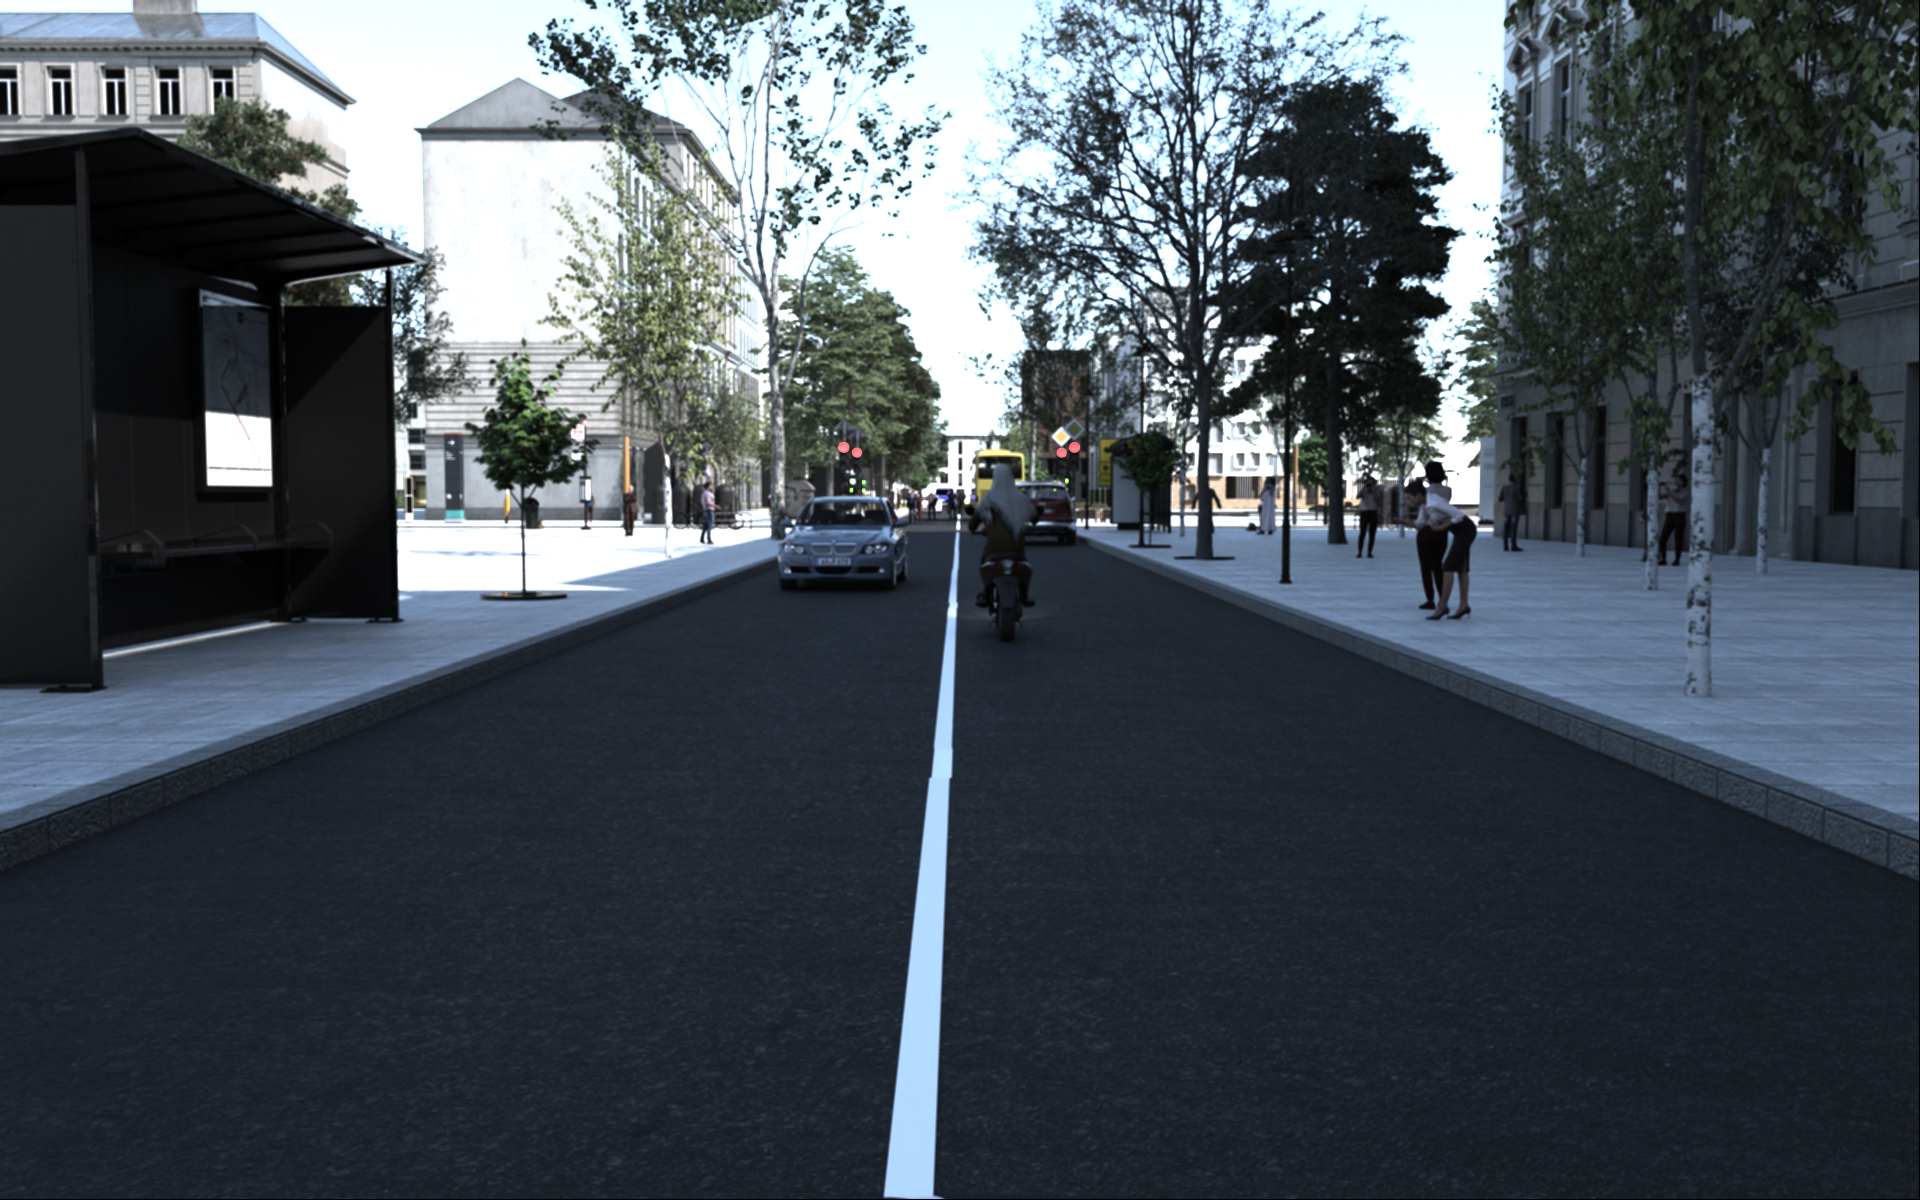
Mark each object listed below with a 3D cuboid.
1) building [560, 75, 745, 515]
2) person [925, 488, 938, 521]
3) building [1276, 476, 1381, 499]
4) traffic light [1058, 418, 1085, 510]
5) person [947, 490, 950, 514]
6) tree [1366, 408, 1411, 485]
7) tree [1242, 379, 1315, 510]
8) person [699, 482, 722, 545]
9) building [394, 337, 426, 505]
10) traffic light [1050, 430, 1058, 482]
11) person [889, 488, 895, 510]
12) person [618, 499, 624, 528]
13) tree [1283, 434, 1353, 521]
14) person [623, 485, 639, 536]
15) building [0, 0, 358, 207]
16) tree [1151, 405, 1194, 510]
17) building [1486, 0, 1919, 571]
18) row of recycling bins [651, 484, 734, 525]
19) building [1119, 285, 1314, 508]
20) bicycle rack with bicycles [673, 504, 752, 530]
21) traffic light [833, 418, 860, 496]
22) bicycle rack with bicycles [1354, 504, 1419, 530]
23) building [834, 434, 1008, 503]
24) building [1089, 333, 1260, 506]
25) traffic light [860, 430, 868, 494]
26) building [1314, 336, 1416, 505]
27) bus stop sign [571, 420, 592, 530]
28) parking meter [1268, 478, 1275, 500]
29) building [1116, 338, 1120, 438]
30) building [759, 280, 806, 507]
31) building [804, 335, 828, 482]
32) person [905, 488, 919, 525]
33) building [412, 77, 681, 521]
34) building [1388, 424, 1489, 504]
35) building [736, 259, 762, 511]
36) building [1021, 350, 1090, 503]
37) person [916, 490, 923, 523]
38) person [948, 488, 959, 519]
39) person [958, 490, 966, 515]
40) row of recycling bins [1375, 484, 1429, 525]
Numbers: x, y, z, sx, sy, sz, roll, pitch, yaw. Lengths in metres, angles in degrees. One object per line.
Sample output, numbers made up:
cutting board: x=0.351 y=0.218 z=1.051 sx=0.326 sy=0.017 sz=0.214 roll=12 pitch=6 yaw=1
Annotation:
building: x=-21.740 y=-19.322 z=113.186 sx=12.463 sy=27.353 sz=25.104 roll=0 pitch=3 yaw=0
person: x=-1.539 y=-5.099 z=92.404 sx=0.617 sy=1.759 sz=0.750 roll=1 pitch=4 yaw=9
building: x=55.998 y=-18.591 z=246.111 sx=28.070 sy=9.664 sz=9.099 roll=0 pitch=3 yaw=0
traffic light: x=4.149 y=-4.536 z=63.414 sx=0.839 sy=4.213 sz=0.868 roll=0 pitch=3 yaw=0
person: x=-0.720 y=-7.161 z=126.384 sx=0.445 sy=1.727 sz=0.742 roll=-2 pitch=4 yaw=-34
tree: x=35.319 y=-13.435 z=137.784 sx=7.486 sy=12.596 sz=7.792 roll=0 pitch=3 yaw=0
tree: x=26.505 y=-13.118 z=140.238 sx=9.928 sy=11.665 sz=9.643 roll=0 pitch=3 yaw=0
person: x=-6.349 y=-2.193 z=43.850 sx=0.435 sy=1.587 sz=0.963 roll=-2 pitch=4 yaw=-31
building: x=-55.435 y=-20.603 z=203.310 sx=31.486 sy=18.905 sz=16.747 roll=0 pitch=3 yaw=0
traffic light: x=4.151 y=-5.025 z=71.399 sx=0.839 sy=4.213 sz=0.868 roll=0 pitch=3 yaw=0
person: x=-5.608 y=-8.350 z=143.014 sx=0.568 sy=1.767 sz=0.683 roll=-2 pitch=4 yaw=-34
person: x=-12.686 y=-3.358 z=65.607 sx=0.471 sy=1.553 sz=0.569 roll=0 pitch=4 yaw=2
tree: x=17.073 y=-6.086 z=83.218 sx=4.285 sy=4.588 sz=4.351 roll=0 pitch=3 yaw=0
person: x=-10.031 y=-2.720 z=52.790 sx=0.482 sy=1.546 sz=0.388 roll=0 pitch=4 yaw=-8
building: x=-44.963 y=-17.758 z=87.604 sx=25.104 sy=27.353 sz=12.463 roll=0 pitch=3 yaw=0
tree: x=16.543 y=-11.444 z=137.479 sx=4.737 sy=8.622 sz=4.395 roll=0 pitch=3 yaw=0
building: x=23.921 y=-15.497 z=29.799 sx=17.030 sy=29.872 sz=44.131 roll=0 pitch=3 yaw=0
row of recycling bins: x=-11.121 y=-3.968 z=71.984 sx=3.534 sy=1.692 sz=1.069 roll=0 pitch=4 yaw=7
building: x=23.770 y=-18.722 z=162.529 sx=16.016 sy=20.091 sz=11.380 roll=0 pitch=3 yaw=0
bicycle rack with bicycles: x=-8.763 y=-2.952 z=61.640 sx=2.925 sy=0.926 sz=2.852 roll=-2 pitch=4 yaw=-25
traffic light: x=-4.212 y=-4.536 z=63.400 sx=0.839 sy=4.213 sz=0.868 roll=0 pitch=3 yaw=0
bicycle rack with bicycles: x=15.296 y=-3.003 z=62.489 sx=2.925 sy=0.926 sz=2.852 roll=-3 pitch=5 yaw=-43
building: x=-4.904 y=-18.581 z=245.947 sx=28.070 sy=9.664 sz=9.099 roll=0 pitch=3 yaw=0
building: x=24.198 y=-20.137 z=195.698 sx=16.747 sy=18.905 sz=31.486 roll=0 pitch=3 yaw=0
traffic light: x=-4.210 y=-5.024 z=71.386 sx=0.839 sy=4.213 sz=0.868 roll=0 pitch=3 yaw=0
building: x=46.193 y=-21.281 z=204.369 sx=11.380 sy=20.091 sz=16.016 roll=0 pitch=3 yaw=0
bus stop sign: x=-13.446 y=-4.447 z=61.418 sx=0.416 sy=3.939 sz=0.855 roll=2 pitch=4 yaw=32
parking meter: x=11.507 y=-3.573 z=64.135 sx=0.255 sy=1.863 sz=0.399 roll=0 pitch=4 yaw=0
building: x=23.844 y=-19.417 z=173.887 sx=16.016 sy=20.091 sz=11.380 roll=0 pitch=3 yaw=0
building: x=-29.917 y=-19.513 z=163.009 sx=27.936 sy=21.610 sz=32.646 roll=0 pitch=3 yaw=0
building: x=-21.485 y=-21.239 z=203.684 sx=11.380 sy=20.091 sz=16.016 roll=0 pitch=3 yaw=0
person: x=-2.271 y=-4.410 z=81.420 sx=0.655 sy=1.722 sz=0.431 roll=2 pitch=4 yaw=24
building: x=-20.893 y=-14.798 z=91.095 sx=9.793 sy=20.994 sz=18.267 roll=0 pitch=3 yaw=0
building: x=65.971 y=-16.246 z=207.770 sx=28.070 sy=9.664 sz=9.099 roll=0 pitch=3 yaw=0
building: x=-21.235 y=-17.487 z=135.060 sx=9.793 sy=20.994 sz=18.267 roll=0 pitch=3 yaw=0
building: x=25.643 y=-25.169 z=255.487 sx=32.646 sy=21.610 sz=27.936 roll=0 pitch=3 yaw=0
person: x=-2.027 y=-4.634 z=85.974 sx=0.444 sy=1.614 sz=0.593 roll=2 pitch=4 yaw=34
person: x=-0.357 y=-5.596 z=100.439 sx=0.568 sy=1.767 sz=0.683 roll=3 pitch=4 yaw=38
person: x=0.115 y=-6.801 z=120.379 sx=0.565 sy=1.739 sz=0.600 roll=0 pitch=4 yaw=-7
row of recycling bins: x=18.673 y=-3.976 z=72.112 sx=3.534 sy=1.692 sz=1.069 roll=-1 pitch=4 yaw=-21
